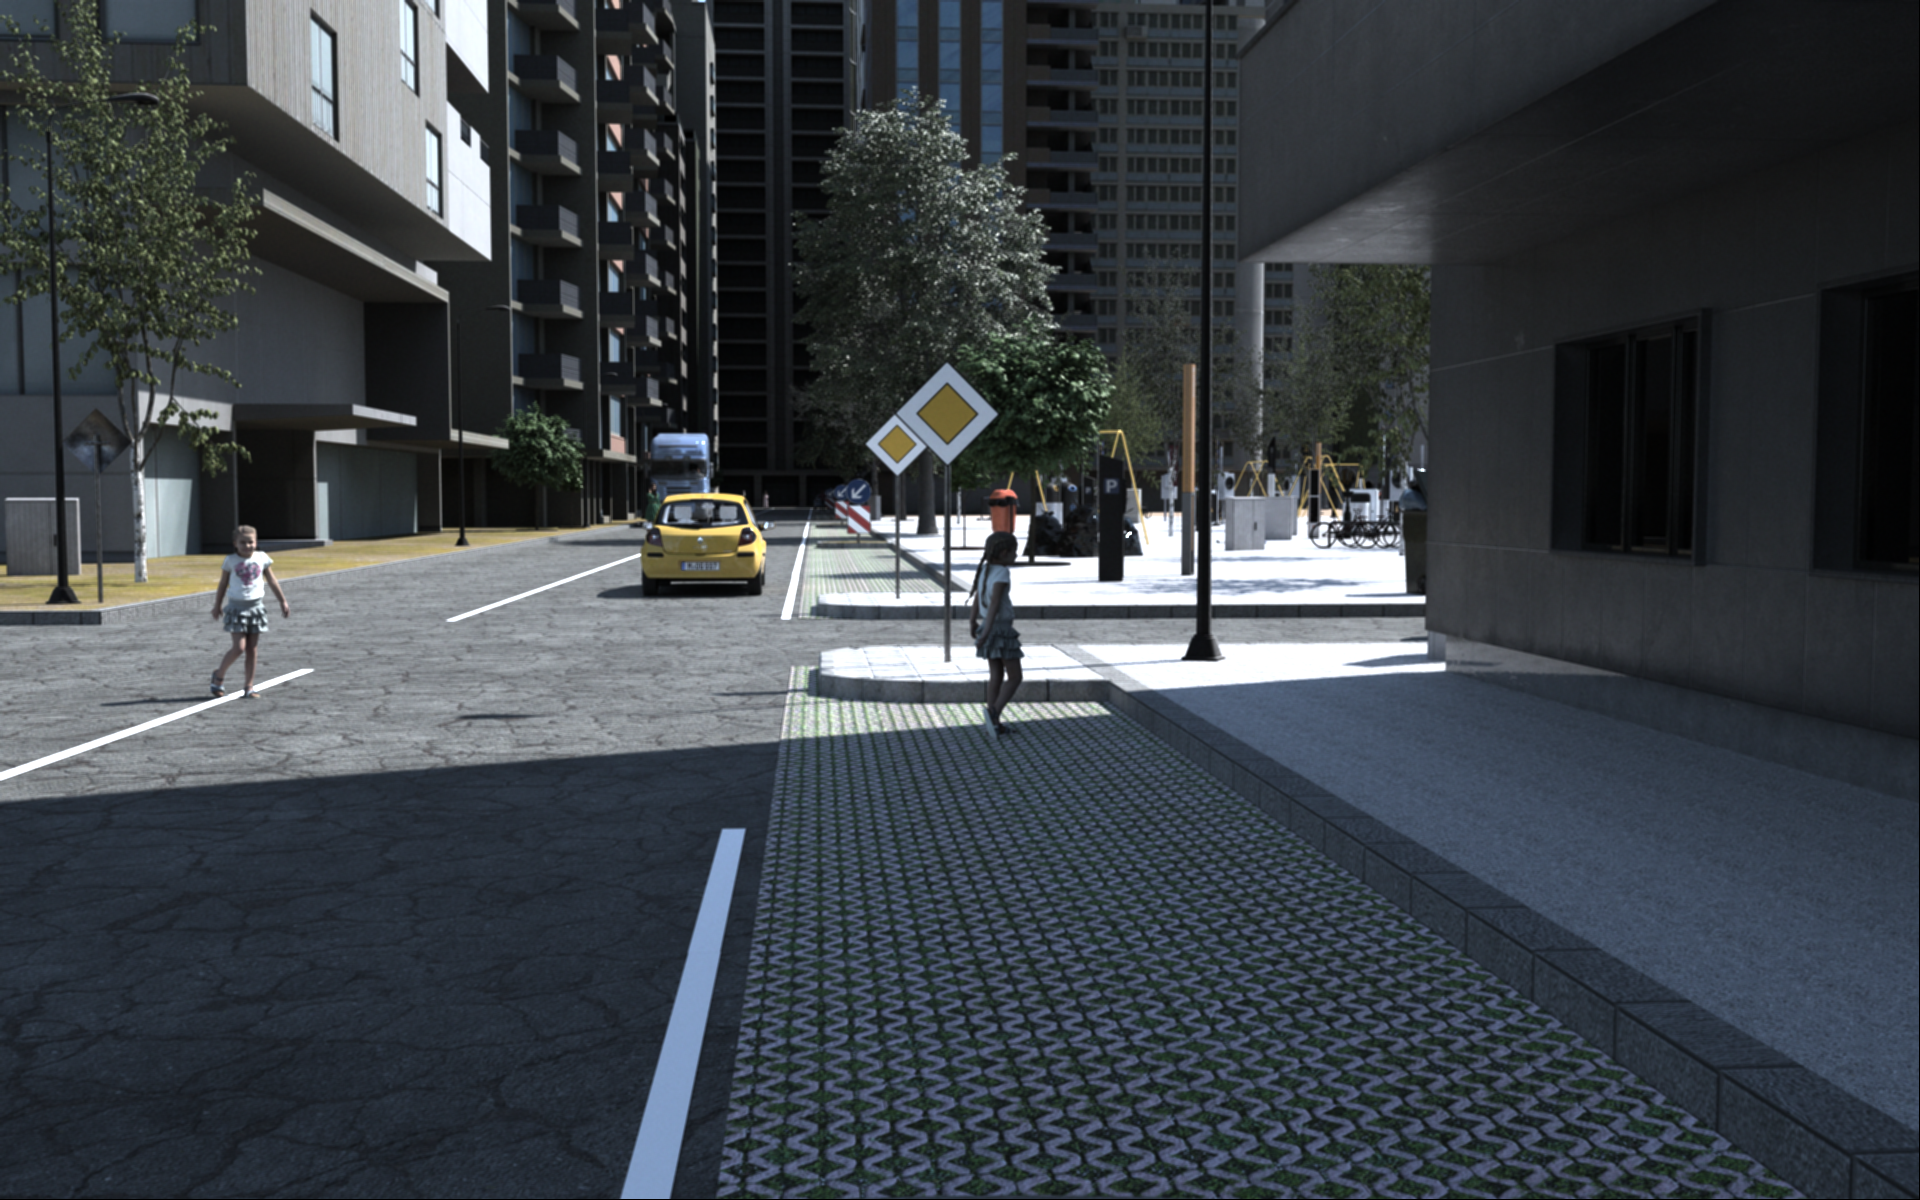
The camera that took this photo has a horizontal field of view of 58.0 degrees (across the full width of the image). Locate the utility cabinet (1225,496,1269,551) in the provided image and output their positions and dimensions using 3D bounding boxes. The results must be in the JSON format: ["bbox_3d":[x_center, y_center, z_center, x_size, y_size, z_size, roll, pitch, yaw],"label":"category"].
[{"bbox_3d":[6.496,-1.728,39.418,1.020,1.237,0.306,-3,4,-36],"label":"utility cabinet"}]

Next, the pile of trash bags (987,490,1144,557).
[{"bbox_3d":[2.017,-1.584,35.651,3.447,1.369,1.912,-3,4,-37],"label":"pile of trash bags"}]

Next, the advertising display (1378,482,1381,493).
[{"bbox_3d":[22.913,-5.363,92.907,0.974,1.923,0.123,0,4,1],"label":"advertising display"}]

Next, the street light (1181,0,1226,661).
[{"bbox_3d":[1.352,-2.489,13.232,1.470,5.913,1.316,0,4,-5],"label":"street light"}]

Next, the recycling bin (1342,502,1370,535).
[{"bbox_3d":[12.153,-2.485,53.176,0.722,1.027,0.722,1,4,22],"label":"recycling bin"}]

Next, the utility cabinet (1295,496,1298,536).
[{"bbox_3d":[10.191,-2.611,53.850,0.306,1.237,1.020,-1,4,-8],"label":"utility cabinet"}]

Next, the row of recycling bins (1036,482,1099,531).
[{"bbox_3d":[4.006,-3.191,59.291,3.534,1.692,1.069,-2,4,-32],"label":"row of recycling bins"}]

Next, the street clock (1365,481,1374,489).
[{"bbox_3d":[22.859,-5.634,96.687,0.358,2.002,0.471,-3,4,-37],"label":"street clock"}]

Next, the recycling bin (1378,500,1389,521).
[{"bbox_3d":[19.179,-4.061,78.954,0.722,1.027,0.722,1,4,16],"label":"recycling bin"}]

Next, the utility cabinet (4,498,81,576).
[{"bbox_3d":[-14.514,-0.994,27.420,1.020,1.237,0.306,-1,4,-21],"label":"utility cabinet"}]

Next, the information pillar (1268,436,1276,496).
[{"bbox_3d":[12.685,-4.840,70.496,0.183,3.616,0.504,-1,4,-18],"label":"information pillar"}]

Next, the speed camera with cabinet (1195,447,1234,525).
[{"bbox_3d":[10.498,-4.723,71.550,2.038,3.252,0.660,-3,5,-43],"label":"speed camera with cabinet"}]

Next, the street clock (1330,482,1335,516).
[{"bbox_3d":[21.100,-5.695,97.680,0.358,2.002,0.471,-1,4,-20],"label":"street clock"}]

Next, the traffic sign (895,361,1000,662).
[{"bbox_3d":[-0.098,-0.582,13.160,0.795,2.450,0.064,0,4,-5],"label":"traffic sign"}]

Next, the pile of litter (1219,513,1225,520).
[{"bbox_3d":[13.663,-4.419,86.217,1.719,0.858,1.176,0,4,6],"label":"pile of litter"}]

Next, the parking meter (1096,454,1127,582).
[{"bbox_3d":[2.248,-1.209,25.482,0.399,1.863,0.255,1,4,9],"label":"parking meter"}]

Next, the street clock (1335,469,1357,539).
[{"bbox_3d":[11.150,-2.767,49.809,0.471,2.002,0.358,2,4,28],"label":"street clock"}]

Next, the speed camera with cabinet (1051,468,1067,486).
[{"bbox_3d":[5.695,-5.894,90.699,2.038,3.252,0.660,-3,5,-40],"label":"speed camera with cabinet"}]

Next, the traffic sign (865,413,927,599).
[{"bbox_3d":[-0.764,-1.069,21.118,0.795,2.450,0.064,0,4,-5],"label":"traffic sign"}]

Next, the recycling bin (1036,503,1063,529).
[{"bbox_3d":[2.583,-2.367,51.251,0.722,1.027,0.722,2,4,28],"label":"recycling bin"}]

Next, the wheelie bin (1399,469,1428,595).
[{"bbox_3d":[6.073,-0.879,22.281,0.980,1.594,0.693,-1,4,-22],"label":"wheelie bin"}]

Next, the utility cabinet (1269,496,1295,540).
[{"bbox_3d":[8.736,-2.270,48.277,1.020,1.237,0.306,1,4,15],"label":"utility cabinet"}]

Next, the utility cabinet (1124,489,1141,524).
[{"bbox_3d":[7.197,-4.028,74.534,1.173,1.500,0.318,2,4,28],"label":"utility cabinet"}]

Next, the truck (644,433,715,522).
[{"bbox_3d":[-12.857,-5.681,82.639,2.967,4.110,18.799,0,4,-5],"label":"truck"}]

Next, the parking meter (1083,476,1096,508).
[{"bbox_3d":[4.195,-3.062,55.773,0.399,1.863,0.255,2,4,32],"label":"parking meter"}]

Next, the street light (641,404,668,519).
[{"bbox_3d":[-15.705,-7.122,88.981,1.470,5.913,1.316,0,4,-5],"label":"street light"}]

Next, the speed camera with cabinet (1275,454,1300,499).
[{"bbox_3d":[16.351,-5.649,86.696,0.660,3.252,2.038,-1,4,-11],"label":"speed camera with cabinet"}]

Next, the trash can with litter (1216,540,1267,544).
[{"bbox_3d":[7.187,-2.093,45.277,1.678,1.210,2.233,2,4,30],"label":"trash can with litter"}]

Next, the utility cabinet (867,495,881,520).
[{"bbox_3d":[-4.196,-4.499,84.718,0.306,1.237,1.020,-2,4,-27],"label":"utility cabinet"}]

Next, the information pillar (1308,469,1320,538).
[{"bbox_3d":[10.254,-2.796,50.204,0.304,2.012,0.304,0,4,6],"label":"information pillar"}]

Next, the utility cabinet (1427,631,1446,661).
[{"bbox_3d":[4.044,-0.156,13.714,0.306,1.237,1.020,3,5,39],"label":"utility cabinet"}]

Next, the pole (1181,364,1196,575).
[{"bbox_3d":[3.601,-2.045,27.279,0.158,3.312,0.155,0,3,0],"label":"pole"}]

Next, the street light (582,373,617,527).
[{"bbox_3d":[-13.848,-5.748,66.524,1.470,5.913,1.316,0,4,-5],"label":"street light"}]

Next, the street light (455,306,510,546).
[{"bbox_3d":[-11.799,-4.298,42.808,1.470,5.913,1.316,0,4,-5],"label":"street light"}]

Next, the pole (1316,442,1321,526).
[{"bbox_3d":[14.162,-4.564,68.472,0.158,3.312,0.155,0,3,0],"label":"pole"}]

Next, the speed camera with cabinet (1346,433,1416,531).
[{"bbox_3d":[13.534,-3.766,55.910,2.038,3.252,0.660,1,4,20],"label":"speed camera with cabinet"}]

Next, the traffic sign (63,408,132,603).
[{"bbox_3d":[-10.128,-1.022,20.357,0.795,2.450,0.064,0,4,-5],"label":"traffic sign"}]

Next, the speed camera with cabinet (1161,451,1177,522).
[{"bbox_3d":[10.350,-5.241,80.027,2.038,3.252,0.660,1,4,15],"label":"speed camera with cabinet"}]

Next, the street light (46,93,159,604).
[{"bbox_3d":[-9.983,-2.914,20.187,1.470,5.913,1.316,0,4,-5],"label":"street light"}]

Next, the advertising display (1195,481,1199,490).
[{"bbox_3d":[11.473,-4.875,84.914,0.123,1.923,0.974,3,5,42],"label":"advertising display"}]

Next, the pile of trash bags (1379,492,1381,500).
[{"bbox_3d":[23.564,-4.949,90.663,3.447,1.369,1.912,2,4,24],"label":"pile of trash bags"}]

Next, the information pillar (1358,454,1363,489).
[{"bbox_3d":[20.999,-6.089,90.913,0.183,3.616,0.504,0,4,-3],"label":"information pillar"}]

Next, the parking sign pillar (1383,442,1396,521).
[{"bbox_3d":[20.080,-5.657,80.959,1.447,3.967,1.447,0,4,5],"label":"parking sign pillar"}]

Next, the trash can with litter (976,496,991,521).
[{"bbox_3d":[1.661,-4.483,84.354,2.233,1.210,1.678,-2,4,-27],"label":"trash can with litter"}]

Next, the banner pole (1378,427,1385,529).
[{"bbox_3d":[15.761,-4.556,64.510,0.401,3.779,0.863,1,4,21],"label":"banner pole"}]

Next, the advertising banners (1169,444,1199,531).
[{"bbox_3d":[7.953,-3.941,60.621,0.090,3.025,2.074,-2,4,-31],"label":"advertising banners"}]

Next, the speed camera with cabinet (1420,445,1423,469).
[{"bbox_3d":[18.338,-4.668,70.658,0.660,3.252,2.038,-1,4,-11],"label":"speed camera with cabinet"}]
